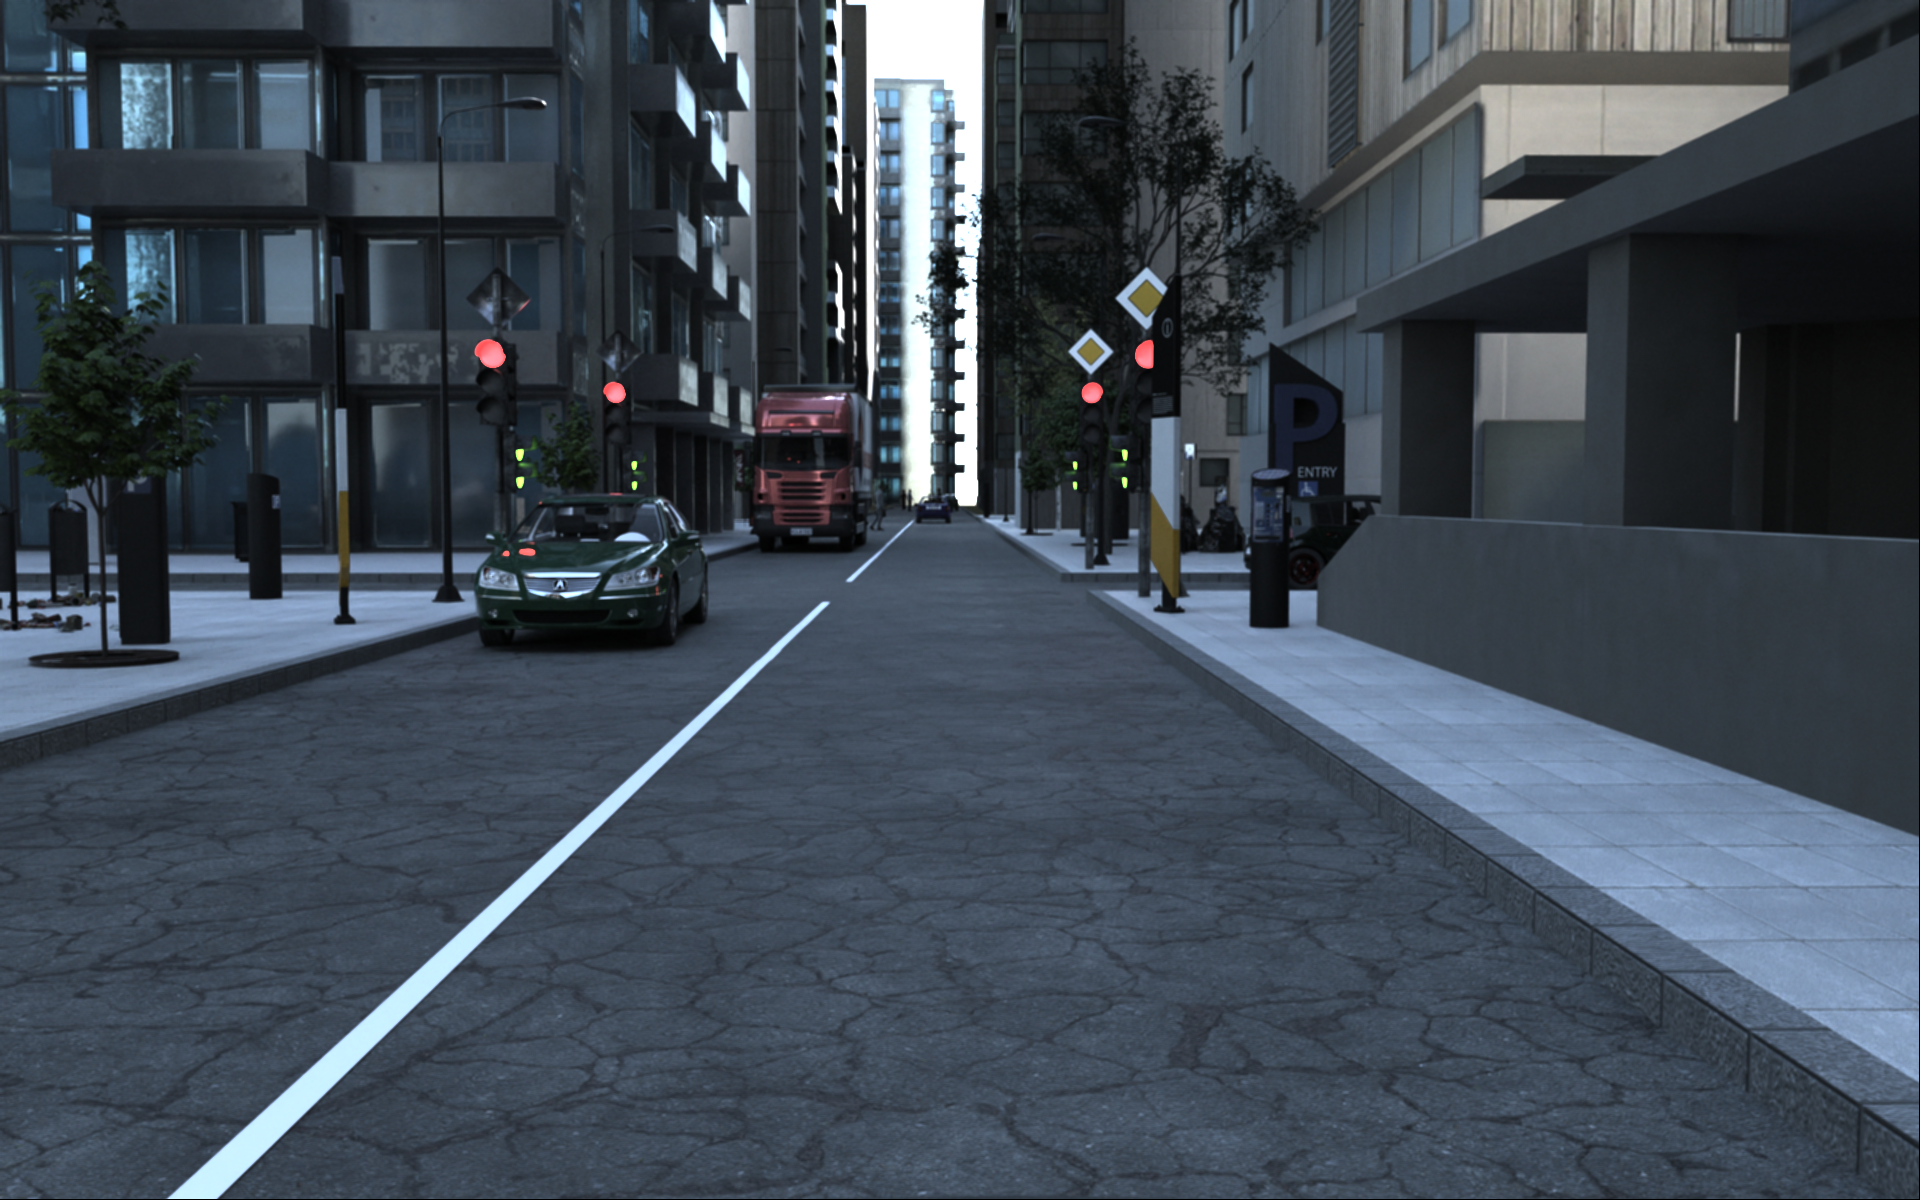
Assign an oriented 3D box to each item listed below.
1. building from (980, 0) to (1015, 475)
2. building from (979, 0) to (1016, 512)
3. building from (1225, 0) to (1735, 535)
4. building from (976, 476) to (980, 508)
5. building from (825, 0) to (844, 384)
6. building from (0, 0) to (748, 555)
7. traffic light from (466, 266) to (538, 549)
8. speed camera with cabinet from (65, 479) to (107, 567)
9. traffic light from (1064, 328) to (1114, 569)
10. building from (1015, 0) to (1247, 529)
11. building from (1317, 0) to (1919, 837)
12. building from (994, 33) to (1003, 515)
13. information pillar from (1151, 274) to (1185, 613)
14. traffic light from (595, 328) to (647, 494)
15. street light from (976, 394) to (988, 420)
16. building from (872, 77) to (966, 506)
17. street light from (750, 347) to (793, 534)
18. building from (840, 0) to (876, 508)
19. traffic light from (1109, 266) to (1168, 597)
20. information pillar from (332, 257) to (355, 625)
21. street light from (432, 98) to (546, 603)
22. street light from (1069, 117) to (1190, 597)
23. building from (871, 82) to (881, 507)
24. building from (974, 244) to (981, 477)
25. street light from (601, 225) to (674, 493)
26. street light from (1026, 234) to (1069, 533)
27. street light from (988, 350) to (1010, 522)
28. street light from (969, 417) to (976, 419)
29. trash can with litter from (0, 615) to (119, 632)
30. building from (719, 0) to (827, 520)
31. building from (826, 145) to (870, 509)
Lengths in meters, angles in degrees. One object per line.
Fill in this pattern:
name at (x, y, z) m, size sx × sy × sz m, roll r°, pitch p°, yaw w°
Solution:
building at (8.824, -30.486, 148.563) m, size 14.600 × 45.320 × 14.200 m, roll 0°, pitch 4°, yaw -1°
building at (11.963, -42.288, 129.653) m, size 20.563 × 71.187 × 20.611 m, roll 0°, pitch 4°, yaw -1°
building at (21.514, -27.649, 41.298) m, size 27.495 × 52.752 × 28.713 m, roll 0°, pitch 4°, yaw -1°
building at (17.784, -29.132, 168.191) m, size 32.217 × 40.220 × 23.993 m, roll 0°, pitch 4°, yaw -1°
building at (-18.065, -49.261, 118.086) m, size 22.319 × 86.520 × 31.000 m, roll 0°, pitch 4°, yaw -1°
building at (-18.044, -26.254, 48.856) m, size 23.786 × 49.044 × 30.456 m, roll 0°, pitch 4°, yaw -1°
traffic light at (-5.679, -1.987, 21.409) m, size 0.839 × 4.253 × 0.868 m, roll 0°, pitch 4°, yaw -1°
speed camera with cabinet at (-15.728, -2.251, 31.139) m, size 0.660 × 3.252 × 2.038 m, roll -2°, pitch 4°, yaw -30°
traffic light at (2.197, -2.482, 29.494) m, size 0.839 × 4.253 × 0.868 m, roll 0°, pitch 4°, yaw -1°
building at (9.165, -18.208, 69.409) m, size 14.160 × 30.474 × 14.107 m, roll 0°, pitch 4°, yaw -1°
building at (19.659, -19.390, 8.903) m, size 32.217 × 40.220 × 23.993 m, roll 0°, pitch 4°, yaw -1°
building at (9.176, -20.852, 112.625) m, size 14.160 × 30.474 × 14.107 m, roll 0°, pitch 4°, yaw -1°
information pillar at (2.236, -1.677, 18.768) m, size 0.183 × 3.616 × 0.504 m, roll -2°, pitch 4°, yaw -24°
traffic light at (-5.763, -2.475, 29.394) m, size 0.839 × 4.253 × 0.868 m, roll 0°, pitch 4°, yaw -1°
street light at (1.596, -6.584, 80.187) m, size 1.470 × 5.913 × 1.316 m, roll 0°, pitch 4°, yaw -1°
building at (-14.607, -35.436, 198.992) m, size 30.456 × 49.044 × 23.786 m, roll 0°, pitch 4°, yaw -1°
street light at (-5.986, -5.041, 54.953) m, size 1.470 × 5.913 × 1.316 m, roll 0°, pitch 4°, yaw -1°
building at (-14.979, -31.001, 156.978) m, size 14.600 × 45.320 × 14.200 m, roll 0°, pitch 4°, yaw -1°
traffic light at (2.282, -1.993, 21.509) m, size 0.839 × 4.253 × 0.868 m, roll 0°, pitch 4°, yaw -1°
information pillar at (-6.078, -1.569, 17.011) m, size 0.183 × 3.616 × 0.504 m, roll -1°, pitch 4°, yaw -22°
street light at (-5.562, -2.932, 20.472) m, size 1.470 × 5.913 × 1.316 m, roll 0°, pitch 4°, yaw -1°
street light at (2.160, -2.994, 21.495) m, size 1.470 × 5.913 × 1.316 m, roll 0°, pitch 4°, yaw -1°
building at (-14.961, -29.912, 172.650) m, size 14.086 × 41.232 × 14.154 m, roll 0°, pitch 4°, yaw -1°
building at (8.816, -25.935, 195.740) m, size 14.107 × 30.474 × 14.160 m, roll 0°, pitch 4°, yaw -1°
street light at (-5.640, -3.519, 30.081) m, size 1.470 × 5.913 × 1.316 m, roll 0°, pitch 4°, yaw -1°
street light at (1.998, -3.581, 31.085) m, size 1.470 × 5.913 × 1.316 m, roll 0°, pitch 4°, yaw -1°
street light at (1.731, -5.093, 55.819) m, size 1.470 × 5.913 × 1.316 m, roll 0°, pitch 4°, yaw -1°
street light at (1.256, -8.079, 104.635) m, size 1.470 × 5.913 × 1.316 m, roll 0°, pitch 4°, yaw -1°
trash can with litter at (-8.987, -0.330, 16.458) m, size 2.233 × 1.210 × 1.678 m, roll 1°, pitch 4°, yaw 20°
building at (-14.488, -24.948, 91.492) m, size 14.154 × 41.232 × 14.086 m, roll 0°, pitch 4°, yaw -1°
building at (-14.824, -22.713, 143.051) m, size 14.160 × 30.474 × 14.107 m, roll 0°, pitch 4°, yaw -1°
